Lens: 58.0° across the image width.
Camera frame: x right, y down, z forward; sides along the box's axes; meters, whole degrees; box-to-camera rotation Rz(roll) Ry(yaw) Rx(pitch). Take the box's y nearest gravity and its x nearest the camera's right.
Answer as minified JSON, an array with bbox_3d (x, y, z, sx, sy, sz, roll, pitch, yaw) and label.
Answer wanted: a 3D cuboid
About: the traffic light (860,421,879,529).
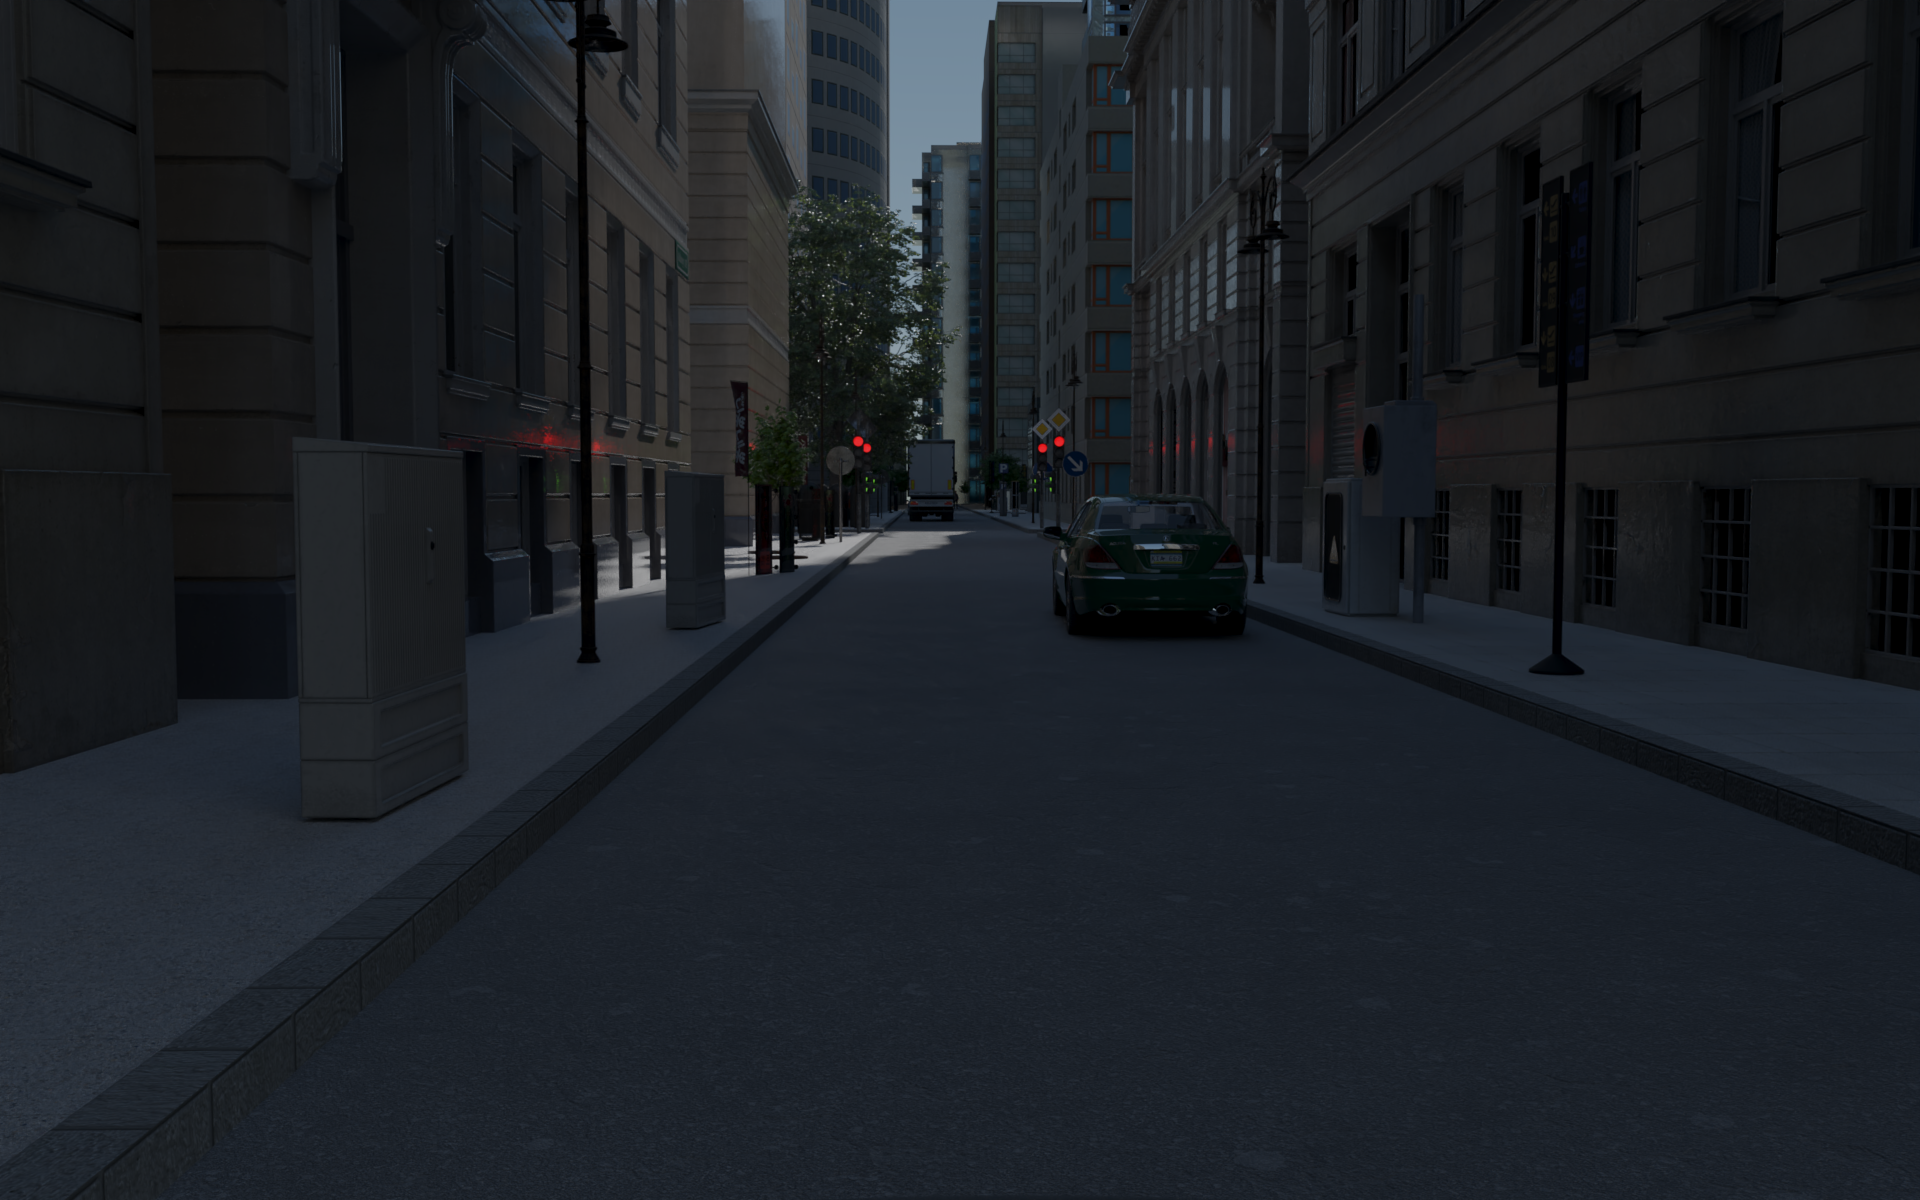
[{"bbox_3d":[-3.429,-4.606,64.236,0.839,4.253,0.868,0,4,-1],"label":"traffic light"}]

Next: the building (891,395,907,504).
[{"bbox_3d":[-22.734,-56.257,232.481,31.000,86.520,22.319,0,4,-1],"label":"building"}]

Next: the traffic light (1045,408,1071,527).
[{"bbox_3d":[3.190,-4.127,56.397,0.839,4.253,0.868,0,4,-1],"label":"traffic light"}]

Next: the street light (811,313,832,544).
[{"bbox_3d":[-3.540,-4.383,44.445,0.468,5.910,1.993,0,4,-1],"label":"street light"}]

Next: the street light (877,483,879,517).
[{"bbox_3d":[-4.542,-7.521,95.752,0.468,5.910,1.993,0,4,-1],"label":"street light"}]

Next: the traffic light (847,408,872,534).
[{"bbox_3d":[-3.270,-4.118,56.252,0.839,4.253,0.868,0,4,-1],"label":"traffic light"}]

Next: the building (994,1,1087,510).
[{"bbox_3d":[9.901,-28.419,148.237,14.154,41.232,14.086,0,4,-1],"label":"building"}]

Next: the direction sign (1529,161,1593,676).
[{"bbox_3d":[4.279,-1.243,12.316,0.379,3.537,0.876,0,4,-2],"label":"direction sign"}]

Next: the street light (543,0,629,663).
[{"bbox_3d":[-2.830,-2.461,13.024,0.468,5.910,1.993,0,4,-1],"label":"street light"}]

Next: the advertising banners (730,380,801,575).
[{"bbox_3d":[-3.112,-1.919,27.564,0.090,3.025,2.074,2,4,23],"label":"advertising banners"}]

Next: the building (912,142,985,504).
[{"bbox_3d":[8.783,-37.661,235.370,30.456,49.044,23.786,0,4,-1],"label":"building"}]

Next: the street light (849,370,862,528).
[{"bbox_3d":[-3.865,-5.608,64.471,0.468,5.910,1.993,0,4,-1],"label":"street light"}]

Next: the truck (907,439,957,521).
[{"bbox_3d":[-1.530,-6.438,94.179,2.839,4.237,11.283,0,4,-1],"label":"truck"}]

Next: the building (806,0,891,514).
[{"bbox_3d":[-15.601,-35.296,119.090,21.231,58.520,28.212,0,4,-1],"label":"building"}]

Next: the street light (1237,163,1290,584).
[{"bbox_3d":[4.288,-3.173,24.660,0.468,5.910,1.993,0,4,-1],"label":"street light"}]

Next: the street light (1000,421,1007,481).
[{"bbox_3d":[2.654,-8.214,107.078,0.468,5.910,1.993,0,4,-1],"label":"street light"}]

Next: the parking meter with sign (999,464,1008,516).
[{"bbox_3d":[2.513,-6.332,99.787,0.543,3.016,1.738,0,4,2],"label":"parking meter with sign"}]

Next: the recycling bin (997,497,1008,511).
[{"bbox_3d":[3.154,-7.108,128.767,0.722,1.027,0.722,0,4,-6],"label":"recycling bin"}]

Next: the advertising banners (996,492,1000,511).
[{"bbox_3d":[2.956,-8.234,130.820,0.090,3.025,2.074,1,4,14],"label":"advertising banners"}]

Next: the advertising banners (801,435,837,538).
[{"bbox_3d":[-4.204,-3.345,50.882,0.090,3.025,2.074,-3,4,-36],"label":"advertising banners"}]

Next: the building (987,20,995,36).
[{"bbox_3d":[9.331,-31.322,162.220,14.600,45.320,14.200,0,4,-1],"label":"building"}]

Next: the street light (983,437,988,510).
[{"bbox_3d":[2.030,-10.165,138.978,0.468,5.910,1.993,0,4,-1],"label":"street light"}]

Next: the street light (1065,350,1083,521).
[{"bbox_3d":[3.676,-5.083,55.892,0.468,5.910,1.993,0,4,-1],"label":"street light"}]

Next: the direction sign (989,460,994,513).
[{"bbox_3d":[2.133,-7.624,116.642,0.379,3.537,0.876,1,4,22],"label":"direction sign"}]

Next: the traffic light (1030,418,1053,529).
[{"bbox_3d":[3.031,-4.615,64.380,0.839,4.253,0.868,0,4,-1],"label":"traffic light"}]

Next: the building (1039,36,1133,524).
[{"bbox_3d":[19.012,-14.355,79.743,28.899,21.520,27.650,0,4,-1],"label":"building"}]

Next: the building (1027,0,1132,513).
[{"bbox_3d":[16.357,-48.647,108.054,22.319,86.520,31.000,0,4,-1],"label":"building"}]

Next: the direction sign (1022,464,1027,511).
[{"bbox_3d":[5.087,-8.490,130.806,0.876,3.537,0.379,0,4,4],"label":"direction sign"}]

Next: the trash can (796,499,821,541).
[{"bbox_3d":[-4.119,-2.194,47.527,0.748,1.137,0.748,0,3,0],"label":"trash can"}]

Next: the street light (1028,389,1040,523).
[{"bbox_3d":[3.219,-6.316,76.059,0.468,5.910,1.993,0,4,-1],"label":"street light"}]

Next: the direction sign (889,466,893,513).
[{"bbox_3d":[-4.640,-7.611,116.444,0.379,3.537,0.876,0,4,-3],"label":"direction sign"}]

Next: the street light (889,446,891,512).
[{"bbox_3d":[-5.102,-9.418,126.772,0.468,5.910,1.993,0,4,-1],"label":"street light"}]

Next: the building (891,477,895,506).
[{"bbox_3d":[-22.955,-29.830,179.605,32.217,40.220,23.993,0,4,-1],"label":"building"}]
